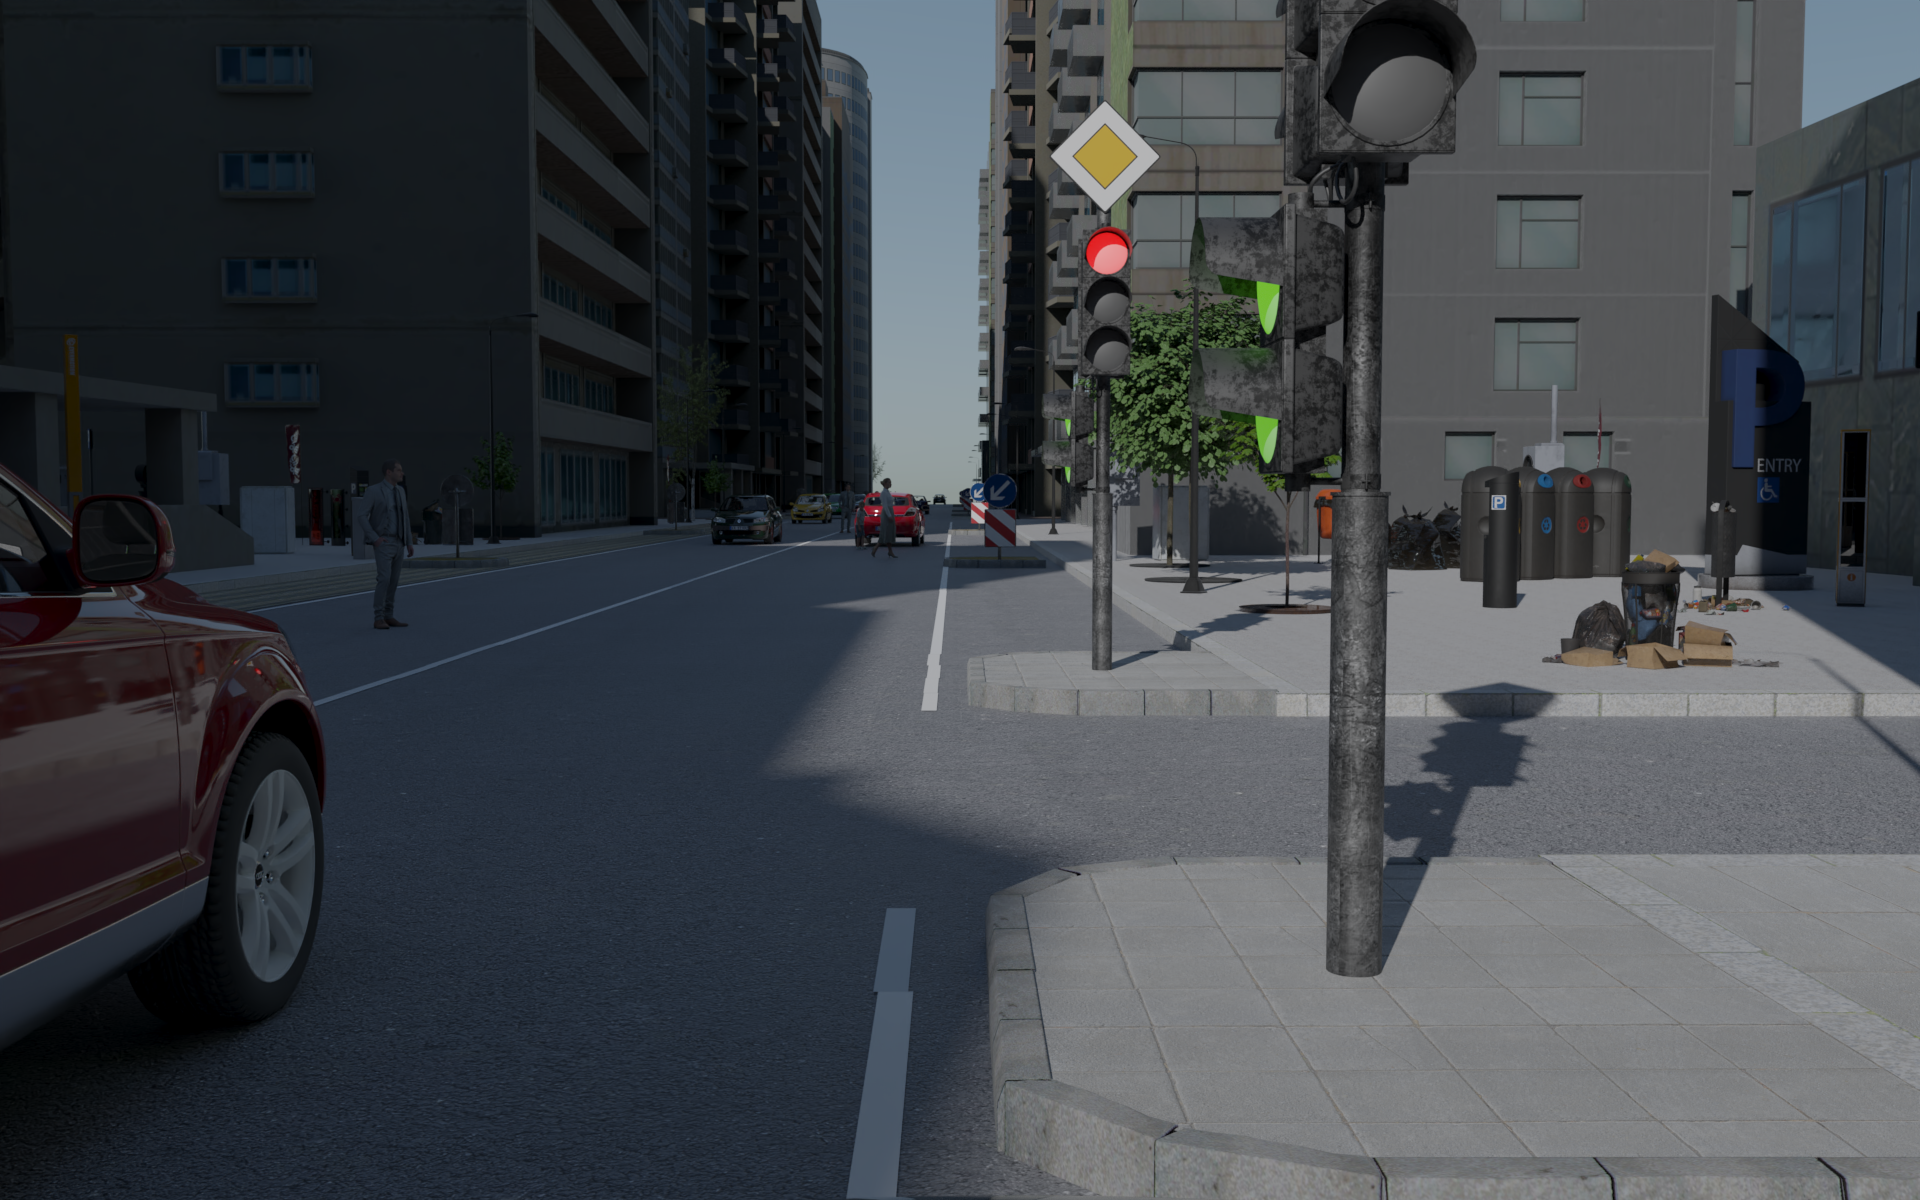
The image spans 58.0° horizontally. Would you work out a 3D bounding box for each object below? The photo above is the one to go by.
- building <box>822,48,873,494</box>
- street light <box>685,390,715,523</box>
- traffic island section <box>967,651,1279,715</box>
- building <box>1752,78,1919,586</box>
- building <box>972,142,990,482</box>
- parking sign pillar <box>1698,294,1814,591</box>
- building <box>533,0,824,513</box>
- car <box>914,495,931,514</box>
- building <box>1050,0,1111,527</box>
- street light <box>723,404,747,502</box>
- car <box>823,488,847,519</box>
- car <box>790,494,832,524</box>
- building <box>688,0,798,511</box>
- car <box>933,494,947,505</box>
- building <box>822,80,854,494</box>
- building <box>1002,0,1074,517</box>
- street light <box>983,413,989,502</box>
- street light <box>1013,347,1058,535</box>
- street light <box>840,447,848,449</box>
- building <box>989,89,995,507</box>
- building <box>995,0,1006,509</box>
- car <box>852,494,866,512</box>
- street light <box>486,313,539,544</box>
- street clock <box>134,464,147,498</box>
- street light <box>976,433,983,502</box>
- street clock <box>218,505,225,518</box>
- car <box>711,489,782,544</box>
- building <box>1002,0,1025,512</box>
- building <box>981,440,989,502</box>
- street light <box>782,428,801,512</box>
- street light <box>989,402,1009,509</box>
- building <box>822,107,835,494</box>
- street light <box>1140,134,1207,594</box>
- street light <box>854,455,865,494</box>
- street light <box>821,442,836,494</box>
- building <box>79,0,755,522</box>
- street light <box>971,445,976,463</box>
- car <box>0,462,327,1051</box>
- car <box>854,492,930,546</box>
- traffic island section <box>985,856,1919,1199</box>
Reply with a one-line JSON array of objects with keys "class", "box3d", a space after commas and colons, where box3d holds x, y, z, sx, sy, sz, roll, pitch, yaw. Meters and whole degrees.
[{"class": "building", "box3d": [-22.707, -41.971, 228.225, 21.231, 58.520, 28.212, 0, 4, 0]}, {"class": "street light", "box3d": [-11.585, -6.399, 77.161, 1.470, 5.913, 1.316, 0, 4, 0]}, {"class": "traffic island section", "box3d": [1.058, 0.589, 12.651, 2.009, 0.180, 2.903, 0, 4, 0]}, {"class": "building", "box3d": [28.830, -43.249, 19.798, 31.000, 86.520, 22.319, 0, 4, 0]}, {"class": "building", "box3d": [13.607, -37.428, 231.552, 23.786, 49.044, 30.456, 0, 4, 0]}, {"class": "parking sign pillar", "box3d": [10.866, -2.145, 23.548, 1.447, 3.967, 1.447, -1, 4, -13]}, {"class": "building", "box3d": [-23.405, -32.234, 150.725, 21.300, 48.544, 21.600, 0, 4, 0]}, {"class": "car", "box3d": [-3.066, -6.775, 123.356, 1.945, 1.354, 3.894, 0, 4, 1]}, {"class": "building", "box3d": [15.261, -27.660, 71.855, 23.786, 49.044, 30.456, 0, 4, 0]}, {"class": "street light", "box3d": [-11.601, -7.119, 88.931, 1.470, 5.913, 1.316, 0, 4, 0]}, {"class": "car", "box3d": [-7.514, -5.714, 102.213, 1.959, 1.807, 4.718, 0, 4, -2]}, {"class": "car", "box3d": [-7.254, -4.560, 84.784, 2.015, 1.641, 3.980, 0, 4, 1]}, {"class": "building", "box3d": [-23.580, -28.809, 125.653, 22.147, 44.769, 28.867, 0, 4, 0]}, {"class": "car", "box3d": [-2.811, -14.032, 239.210, 2.009, 1.686, 4.222, 0, 4, 1]}, {"class": "building", "box3d": [-19.447, -33.128, 191.754, 14.600, 45.320, 14.200, 0, 4, 0]}, {"class": "building", "box3d": [13.812, -27.530, 104.739, 22.147, 44.769, 28.867, 0, 4, 0]}, {"class": "street light", "box3d": [2.213, -7.747, 99.201, 1.470, 5.913, 1.316, 0, 4, 0]}, {"class": "street light", "box3d": [2.425, -5.031, 54.801, 1.470, 5.913, 1.316, 0, 4, 0]}, {"class": "street light", "box3d": [-11.890, -12.228, 172.469, 1.470, 5.913, 1.316, 0, 4, 0]}, {"class": "building", "box3d": [10.023, -30.260, 178.337, 14.154, 41.232, 14.086, 0, 4, 0]}, {"class": "building", "box3d": [13.510, -37.101, 148.598, 21.231, 58.520, 28.212, 0, 4, 0]}, {"class": "car", "box3d": [-7.294, -6.747, 122.117, 2.131, 1.459, 4.920, 0, 4, -2]}, {"class": "street light", "box3d": [-11.483, -4.400, 44.482, 1.470, 5.913, 1.316, 0, 4, 0]}, {"class": "street clock", "box3d": [-19.777, -2.293, 42.060, 0.358, 2.002, 0.471, 1, 4, 10]}, {"class": "street light", "box3d": [2.179, -9.761, 132.137, 1.470, 5.913, 1.316, 0, 4, 0]}, {"class": "street clock", "box3d": [-16.319, -2.058, 38.214, 0.471, 2.002, 0.358, 3, 5, 45]}, {"class": "car", "box3d": [-6.195, -2.491, 50.518, 2.009, 1.686, 4.222, 0, 4, 0]}, {"class": "building", "box3d": [10.167, -29.171, 127.055, 14.600, 45.320, 14.200, 0, 4, 0]}, {"class": "building", "box3d": [13.837, -54.255, 199.738, 22.319, 86.520, 31.000, 0, 4, 0]}, {"class": "street light", "box3d": [-11.766, -9.087, 121.112, 1.470, 5.913, 1.316, 0, 4, 0]}, {"class": "street light", "box3d": [2.359, -7.043, 87.688, 1.470, 5.913, 1.316, 0, 4, 0]}, {"class": "building", "box3d": [-20.365, -30.224, 177.759, 14.154, 41.232, 14.086, 0, 4, 0]}, {"class": "street light", "box3d": [2.490, -3.043, 22.286, 1.470, 5.913, 1.316, 0, 4, 0]}, {"class": "street light", "box3d": [-11.979, -14.227, 205.144, 1.470, 5.913, 1.316, 0, 4, 0]}, {"class": "street light", "box3d": [-11.705, -11.054, 153.274, 1.470, 5.913, 1.316, 0, 4, 0]}, {"class": "building", "box3d": [-28.661, -24.924, 99.396, 32.217, 40.220, 23.993, 0, 4, 0]}, {"class": "street light", "box3d": [1.999, -11.725, 164.244, 1.470, 5.913, 1.316, 0, 4, 0]}, {"class": "car", "box3d": [-2.833, 0.343, 3.073, 2.281, 1.827, 5.304, 0, 4, -1]}, {"class": "car", "box3d": [-1.946, -2.434, 48.829, 2.155, 1.783, 4.494, 0, 4, 1]}, {"class": "traffic island section", "box3d": [1.083, 1.077, 4.666, 2.009, 0.180, 2.903, 0, 4, 0]}]
